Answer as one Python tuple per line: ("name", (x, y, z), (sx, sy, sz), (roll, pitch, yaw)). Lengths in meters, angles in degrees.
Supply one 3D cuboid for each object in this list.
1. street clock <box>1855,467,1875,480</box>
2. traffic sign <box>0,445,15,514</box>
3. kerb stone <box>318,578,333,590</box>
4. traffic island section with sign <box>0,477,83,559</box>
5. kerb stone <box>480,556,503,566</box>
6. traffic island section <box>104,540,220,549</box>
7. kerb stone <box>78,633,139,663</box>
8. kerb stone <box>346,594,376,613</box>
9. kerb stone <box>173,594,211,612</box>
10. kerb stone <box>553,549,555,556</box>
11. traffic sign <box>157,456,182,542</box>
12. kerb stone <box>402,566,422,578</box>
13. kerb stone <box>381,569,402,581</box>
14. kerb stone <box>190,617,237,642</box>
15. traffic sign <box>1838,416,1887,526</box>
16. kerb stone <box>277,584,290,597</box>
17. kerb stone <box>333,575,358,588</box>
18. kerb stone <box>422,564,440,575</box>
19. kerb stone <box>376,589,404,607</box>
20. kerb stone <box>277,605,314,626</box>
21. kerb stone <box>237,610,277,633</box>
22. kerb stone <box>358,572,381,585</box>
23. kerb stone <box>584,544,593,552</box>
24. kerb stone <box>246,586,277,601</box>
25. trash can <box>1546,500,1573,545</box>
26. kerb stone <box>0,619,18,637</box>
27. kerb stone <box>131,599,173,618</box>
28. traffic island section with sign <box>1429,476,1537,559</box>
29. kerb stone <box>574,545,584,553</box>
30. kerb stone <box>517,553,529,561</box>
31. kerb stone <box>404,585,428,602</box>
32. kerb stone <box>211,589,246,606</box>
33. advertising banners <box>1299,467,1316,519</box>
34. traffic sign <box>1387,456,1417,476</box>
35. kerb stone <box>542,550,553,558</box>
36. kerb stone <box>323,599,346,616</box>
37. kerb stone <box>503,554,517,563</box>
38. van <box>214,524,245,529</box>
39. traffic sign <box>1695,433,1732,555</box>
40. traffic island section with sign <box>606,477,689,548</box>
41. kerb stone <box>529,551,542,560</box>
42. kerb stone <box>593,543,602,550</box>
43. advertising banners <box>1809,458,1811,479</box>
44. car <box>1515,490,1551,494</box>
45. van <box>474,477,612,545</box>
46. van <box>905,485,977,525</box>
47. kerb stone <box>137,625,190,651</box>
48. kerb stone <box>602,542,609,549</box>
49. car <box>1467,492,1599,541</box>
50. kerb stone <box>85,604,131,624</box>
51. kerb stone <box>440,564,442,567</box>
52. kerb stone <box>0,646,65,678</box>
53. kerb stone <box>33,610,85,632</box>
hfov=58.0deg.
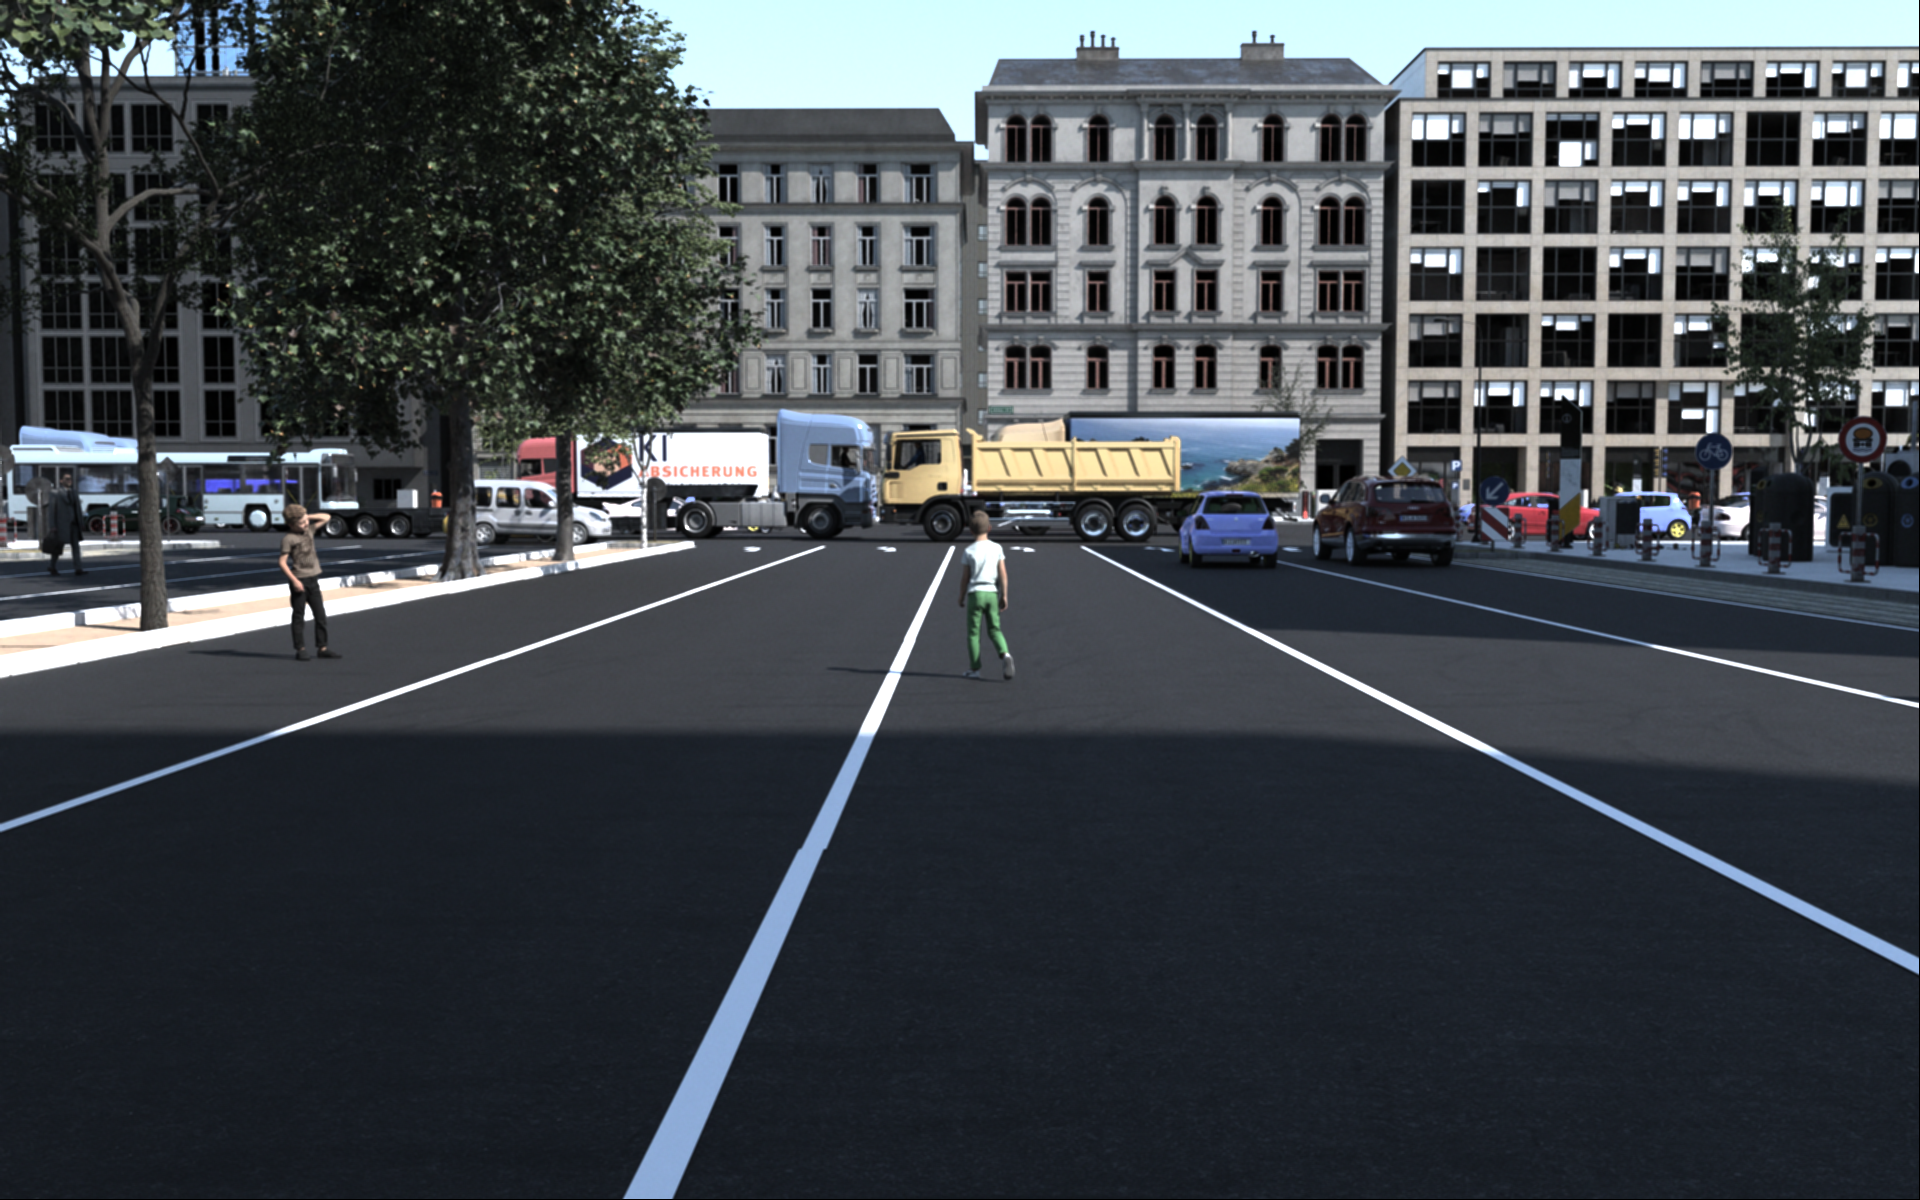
("street clock", (24.056, -2.536, 46.035), (0.471, 2.002, 0.358), (3, 5, 41))
("traffic sign", (-24.812, -2.734, 44.803), (0.768, 2.556, 0.104), (0, 4, 4))
("kerb stone", (-9.529, -0.205, 25.545), (0.120, 0.150, 1.000), (0, 4, 1))
("traffic island section with sign", (-20.852, -1.839, 38.702), (1.989, 1.847, 2.006), (0, 4, 1))
("kerb stone", (-9.436, -0.773, 34.835), (0.120, 0.150, 1.000), (0, 4, 1))
("traffic island section", (-21.105, -1.460, 46.153), (2.009, 0.180, 2.903), (0, 4, 1))
("kerb stone", (-7.530, 0.429, 15.201), (0.120, 0.150, 1.000), (0, 4, 1))
("kerb stone", (-7.466, 0.051, 21.370), (0.120, 0.150, 1.000), (0, 4, 1))
("kerb stone", (-9.573, 0.048, 21.411), (0.120, 0.150, 1.000), (0, 4, 1))
("kerb stone", (-9.387, -1.084, 39.982), (0.120, 0.150, 1.000), (0, 4, 1))
("traffic sign", (-21.081, -2.596, 46.091), (0.795, 2.450, 0.064), (0, 4, 1))
("kerb stone", (-9.487, -0.457, 29.669), (0.120, 0.150, 1.000), (0, 4, 1))
("kerb stone", (-9.498, -0.394, 28.642), (0.120, 0.150, 1.000), (0, 4, 1))
("kerb stone", (-7.504, 0.302, 17.259), (0.120, 0.150, 1.000), (0, 4, 1))
("traffic sign", (14.763, -1.731, 28.416), (0.768, 2.556, 0.104), (0, 4, 5))
("kerb stone", (-9.533, -0.139, 24.517), (0.120, 0.150, 1.000), (0, 4, 1))
("kerb stone", (-9.524, -0.268, 26.580), (0.120, 0.150, 1.000), (0, 4, 1))
("kerb stone", (-9.482, -0.520, 30.697), (0.120, 0.150, 1.000), (0, 4, 1))
("kerb stone", (-7.456, -0.009, 22.398), (0.120, 0.150, 1.000), (0, 4, 1))
("kerb stone", (-7.486, 0.177, 19.314), (0.120, 0.150, 1.000), (0, 4, 1))
("kerb stone", (-7.500, 0.240, 18.286), (0.120, 0.150, 1.000), (0, 4, 1))
("kerb stone", (-9.508, -0.328, 27.608), (0.120, 0.150, 1.000), (0, 4, 1))
("kerb stone", (-9.357, -1.277, 43.077), (0.120, 0.150, 1.000), (0, 4, 1))
("kerb stone", (-9.554, -0.078, 23.475), (0.120, 0.150, 1.000), (0, 4, 1))
("trash can", (15.083, -1.946, 43.476), (0.748, 1.137, 0.748), (0, 3, 0))
("kerb stone", (-9.614, 0.300, 17.294), (0.120, 0.150, 1.000), (0, 4, 1))
("kerb stone", (-9.581, 0.111, 20.383), (0.120, 0.150, 1.000), (0, 4, 1))
("traffic island section with sign", (11.621, -1.843, 38.764), (1.989, 1.847, 2.006), (0, 4, 1))
("kerb stone", (-9.364, -1.209, 42.049), (0.120, 0.150, 1.000), (0, 4, 1))
("kerb stone", (-9.416, -0.899, 36.899), (0.120, 0.150, 1.000), (0, 4, 1))
("kerb stone", (-7.451, -0.075, 23.425), (0.120, 0.150, 1.000), (0, 4, 1))
("kerb stone", (-9.562, -0.015, 22.439), (0.120, 0.150, 1.000), (0, 4, 1))
("advertising banners", (17.821, -5.694, 89.278), (2.074, 3.025, 0.090), (-3, 5, -43))
("traffic sign", (11.661, -2.575, 45.746), (0.795, 2.450, 0.064), (0, 4, 1))
("kerb stone", (-9.397, -1.025, 38.954), (0.120, 0.150, 1.000), (0, 4, 1))
("kerb stone", (-7.479, 0.113, 20.342), (0.120, 0.150, 1.000), (0, 4, 1))
("kerb stone", (-9.428, -0.832, 35.863), (0.120, 0.150, 1.000), (0, 4, 1))
("van", (-28.657, -4.125, 71.824), (5.245, 2.365, 2.240), (0, 4, -1))
("traffic sign", (15.825, -2.223, 36.458), (0.768, 2.556, 0.104), (0, 4, 2))
("traffic island section with sign", (-8.268, -2.332, 46.260), (2.006, 1.907, 1.989), (0, 4, 1))
("kerb stone", (-9.403, -0.962, 37.926), (0.120, 0.150, 1.000), (0, 4, 1))
("kerb stone", (-9.347, -1.340, 44.110), (0.120, 0.150, 1.000), (0, 4, 1))
("advertising banners", (41.551, -5.417, 84.750), (0.090, 3.025, 2.074), (2, 4, 25))
("car", (24.448, -3.846, 72.473), (3.694, 1.707, 1.945), (0, 4, -1))
("van", (-12.056, -2.600, 49.526), (4.112, 2.044, 2.013), (0, 4, 2))
("van", (-1.082, -4.495, 80.503), (4.112, 2.044, 2.013), (0, 4, 0))
("kerb stone", (-7.529, 0.365, 16.229), (0.120, 0.150, 1.000), (0, 4, 1))
("kerb stone", (-9.333, -1.400, 45.153), (0.120, 0.150, 1.000), (0, 4, 1))
("car", (17.552, -2.623, 51.929), (4.494, 1.783, 2.155), (0, 4, 1))
("kerb stone", (-9.595, 0.174, 19.350), (0.120, 0.150, 1.000), (0, 4, 1))
("kerb stone", (-9.466, -0.583, 31.733), (0.120, 0.150, 1.000), (0, 4, 1))
("kerb stone", (-7.541, 0.494, 14.168), (0.120, 0.150, 1.000), (0, 4, 1))
("kerb stone", (-9.602, 0.240, 18.322), (0.120, 0.150, 1.000), (0, 4, 1))
